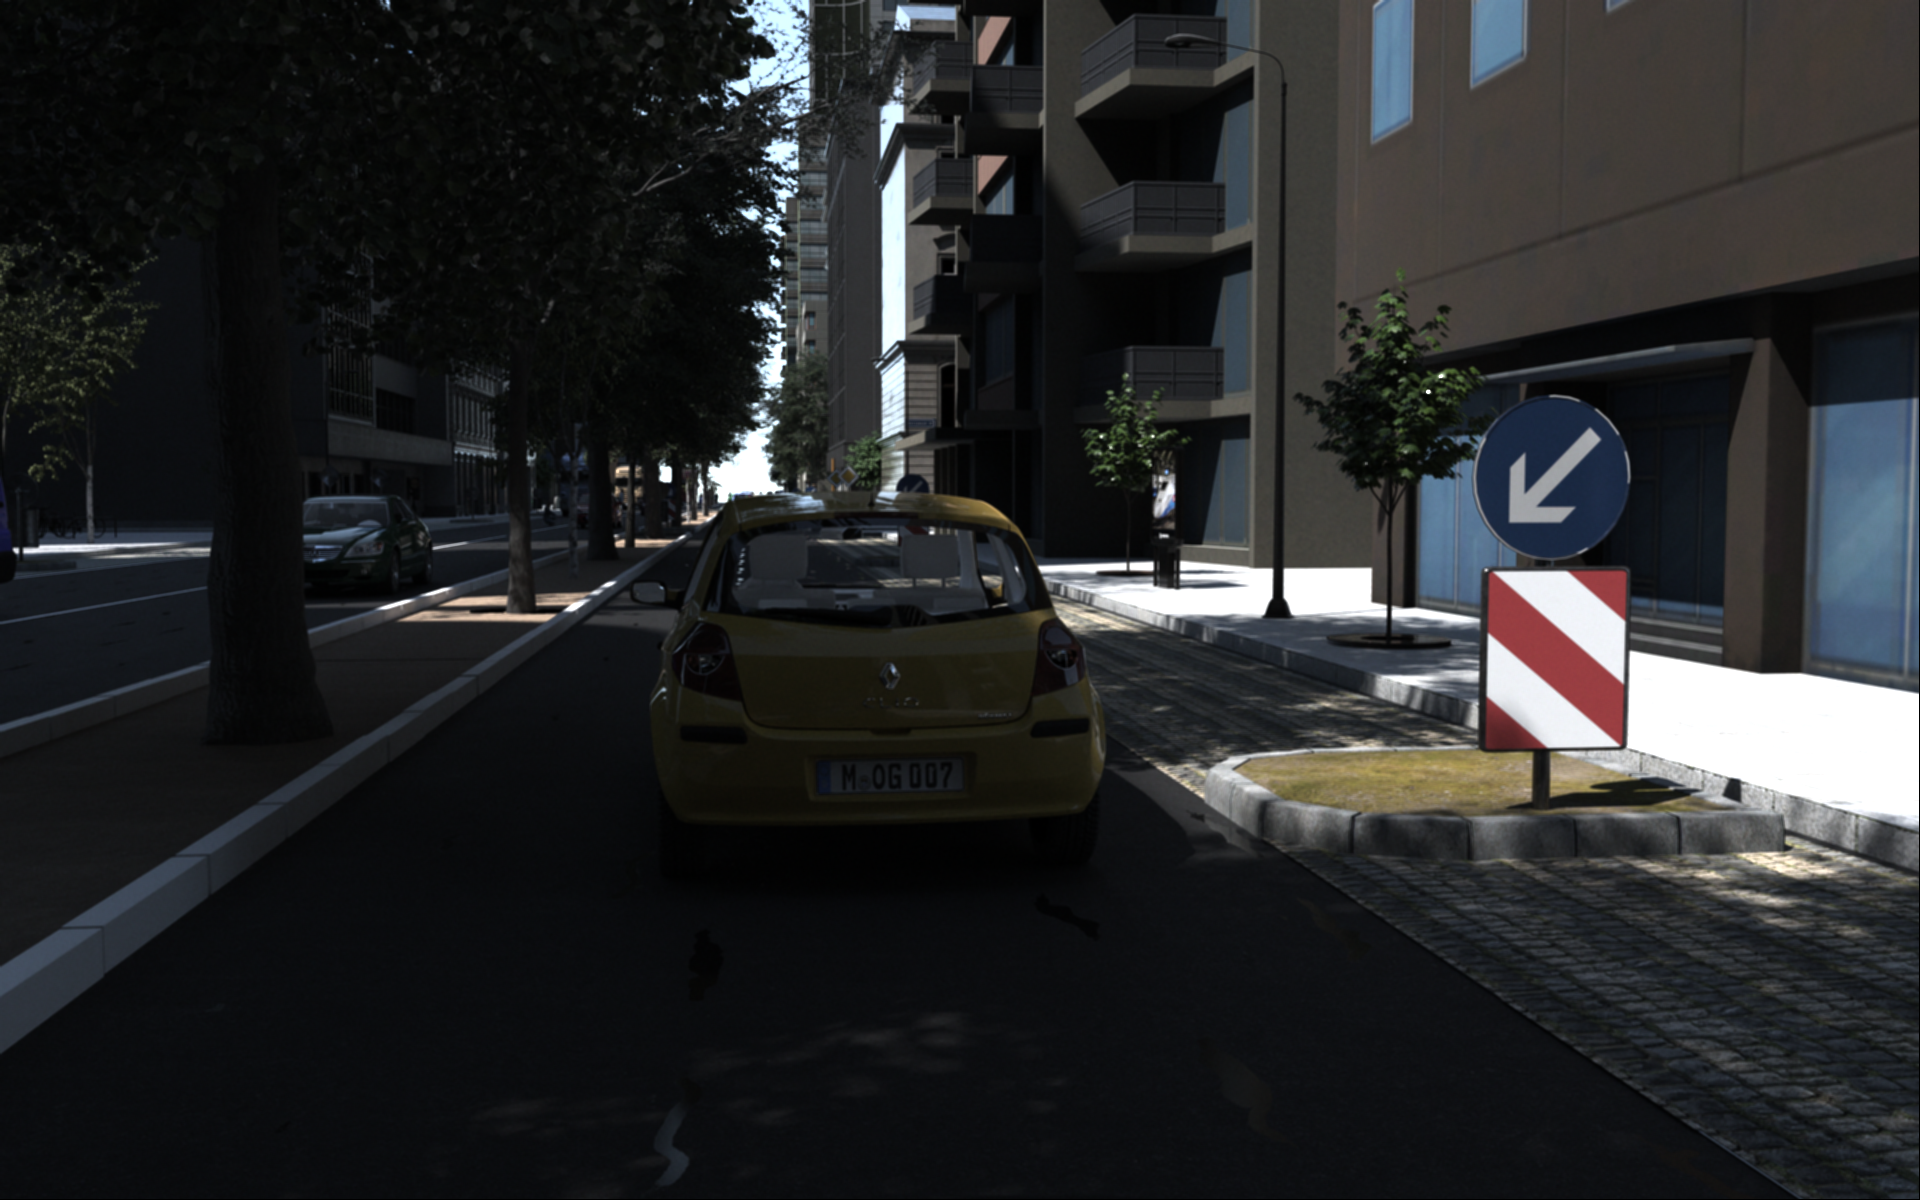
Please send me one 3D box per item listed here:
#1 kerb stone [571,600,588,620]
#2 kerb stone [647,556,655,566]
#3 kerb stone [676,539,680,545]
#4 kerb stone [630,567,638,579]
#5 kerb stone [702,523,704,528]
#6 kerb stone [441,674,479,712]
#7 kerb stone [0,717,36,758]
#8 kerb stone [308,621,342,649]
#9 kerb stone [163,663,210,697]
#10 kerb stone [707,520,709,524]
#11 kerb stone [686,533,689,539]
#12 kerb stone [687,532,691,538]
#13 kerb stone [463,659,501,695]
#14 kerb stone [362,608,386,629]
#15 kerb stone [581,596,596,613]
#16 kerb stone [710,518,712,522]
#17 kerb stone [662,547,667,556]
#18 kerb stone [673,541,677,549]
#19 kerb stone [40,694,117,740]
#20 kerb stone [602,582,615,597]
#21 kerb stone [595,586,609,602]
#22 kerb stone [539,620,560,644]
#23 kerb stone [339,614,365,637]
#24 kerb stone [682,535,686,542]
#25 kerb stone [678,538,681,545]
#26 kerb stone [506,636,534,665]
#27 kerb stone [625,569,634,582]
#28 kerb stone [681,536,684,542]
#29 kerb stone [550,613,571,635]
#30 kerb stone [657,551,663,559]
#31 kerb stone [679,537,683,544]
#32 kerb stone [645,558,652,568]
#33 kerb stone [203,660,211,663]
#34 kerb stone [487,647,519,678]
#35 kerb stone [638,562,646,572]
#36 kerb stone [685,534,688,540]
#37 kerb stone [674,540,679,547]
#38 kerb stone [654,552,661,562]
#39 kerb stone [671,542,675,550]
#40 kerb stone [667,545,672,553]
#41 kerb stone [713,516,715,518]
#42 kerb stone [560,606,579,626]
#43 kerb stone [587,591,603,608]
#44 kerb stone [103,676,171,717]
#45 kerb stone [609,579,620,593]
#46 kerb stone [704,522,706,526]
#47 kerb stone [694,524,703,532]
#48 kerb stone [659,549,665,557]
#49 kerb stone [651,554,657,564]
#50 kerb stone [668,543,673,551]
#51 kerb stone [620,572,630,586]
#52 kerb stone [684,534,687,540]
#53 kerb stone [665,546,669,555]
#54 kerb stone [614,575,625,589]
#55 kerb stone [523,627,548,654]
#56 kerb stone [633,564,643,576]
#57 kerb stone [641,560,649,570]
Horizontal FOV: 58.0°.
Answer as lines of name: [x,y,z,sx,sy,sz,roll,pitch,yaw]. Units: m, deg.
kerb stone: [-4.414,0.139,19.916,0.120,0.150,1.000,0,4,-7]
kerb stone: [-6.154,-0.727,34.186,0.120,0.150,1.000,0,4,-7]
kerb stone: [-7.647,-1.480,46.387,0.120,0.150,1.000,0,4,-7]
kerb stone: [-5.543,-0.421,29.100,0.120,0.150,1.000,0,4,-7]
kerb stone: [-10.570,-2.942,70.317,0.120,0.150,1.000,0,4,-7]
kerb stone: [-3.421,0.649,11.763,0.120,0.150,1.000,0,4,-7]
kerb stone: [-5.253,0.777,9.489,0.120,0.150,1.000,0,4,-7]
kerb stone: [-6.124,0.342,16.599,0.120,0.150,1.000,0,4,-7]
kerb stone: [-5.632,0.599,12.536,0.120,0.150,1.000,0,4,-7]
kerb stone: [-11.574,-3.441,78.454,0.120,0.150,1.000,0,4,-7]
kerb stone: [-8.521,-1.916,53.518,0.120,0.150,1.000,0,4,-7]
kerb stone: [-8.642,-1.978,54.538,0.120,0.150,1.000,0,4,-7]
kerb stone: [-3.539,0.575,12.787,0.120,0.150,1.000,0,4,-7]
kerb stone: [-6.372,0.221,18.632,0.120,0.150,1.000,0,4,-7]
kerb stone: [-4.538,0.083,20.936,0.120,0.150,1.000,0,4,-7]
kerb stone: [-12.319,-3.813,84.586,0.120,0.150,1.000,0,4,-7]
kerb stone: [-6.779,-1.044,39.264,0.120,0.150,1.000,0,4,-7]
kerb stone: [-7.400,-1.354,44.357,0.120,0.150,1.000,0,4,-7]
kerb stone: [-5.375,0.719,10.507,0.120,0.150,1.000,0,4,-7]
kerb stone: [-4.921,-0.110,23.996,0.120,0.150,1.000,0,4,-7]
kerb stone: [-4.791,-0.047,22.965,0.120,0.150,1.000,0,4,-7]
kerb stone: [-4.035,0.328,16.873,0.120,0.150,1.000,0,4,-7]
kerb stone: [-6.249,0.280,17.617,0.120,0.150,1.000,0,4,-7]
kerb stone: [-8.145,-1.729,50.463,0.120,0.150,1.000,0,4,-7]
kerb stone: [-7.780,-1.542,47.407,0.120,0.150,1.000,0,4,-7]
kerb stone: [-3.794,0.450,14.833,0.120,0.150,1.000,0,4,-7]
kerb stone: [-5.419,-0.360,28.081,0.120,0.150,1.000,0,4,-7]
kerb stone: [-8.018,-1.666,49.448,0.120,0.150,1.000,0,4,-7]
kerb stone: [-4.158,0.266,17.888,0.120,0.150,1.000,0,4,-7]
kerb stone: [-6.526,-0.915,37.230,0.120,0.150,1.000,0,4,-7]
kerb stone: [-7.899,-1.602,48.433,0.120,0.150,1.000,0,4,-7]
kerb stone: [-6.038,-0.671,33.170,0.120,0.150,1.000,0,4,-7]
kerb stone: [-5.744,0.529,13.551,0.120,0.150,1.000,0,4,-7]
kerb stone: [-3.669,0.513,13.813,0.120,0.150,1.000,0,4,-7]
kerb stone: [-5.784,-0.546,31.130,0.120,0.150,1.000,0,4,-7]
kerb stone: [-8.393,-1.846,52.504,0.120,0.150,1.000,0,4,-7]
kerb stone: [-7.520,-1.411,45.372,0.120,0.150,1.000,0,4,-7]
kerb stone: [-6.402,-0.857,36.215,0.120,0.150,1.000,0,4,-7]
kerb stone: [-7.273,-1.293,43.342,0.120,0.150,1.000,0,4,-7]
kerb stone: [-7.022,-1.169,41.313,0.120,0.150,1.000,0,4,-7]
kerb stone: [-13.189,-4.251,91.699,0.120,0.150,1.000,0,4,-7]
kerb stone: [-4.293,0.205,18.901,0.120,0.150,1.000,0,4,-7]
kerb stone: [-4.660,0.015,21.951,0.120,0.150,1.000,0,4,-7]
kerb stone: [-5.497,0.653,11.522,0.120,0.150,1.000,0,4,-7]
kerb stone: [-5.040,-0.172,25.014,0.120,0.150,1.000,0,4,-7]
kerb stone: [-10.944,-3.126,73.361,0.120,0.150,1.000,0,4,-7]
kerb stone: [-10.449,-2.881,69.302,0.120,0.150,1.000,0,4,-7]
kerb stone: [-6.654,-0.979,38.245,0.120,0.150,1.000,0,4,-7]
kerb stone: [-6.288,-0.795,35.200,0.120,0.150,1.000,0,4,-7]
kerb stone: [-7.152,-1.231,42.327,0.120,0.150,1.000,0,4,-7]
kerb stone: [-5.289,-0.297,27.059,0.120,0.150,1.000,0,4,-7]
kerb stone: [-8.271,-1.791,51.477,0.120,0.150,1.000,0,4,-7]
kerb stone: [-6.906,-1.107,40.292,0.120,0.150,1.000,0,4,-7]
kerb stone: [-5.165,-0.235,26.038,0.120,0.150,1.000,0,4,-7]
kerb stone: [-3.917,0.388,15.848,0.120,0.150,1.000,0,4,-7]
kerb stone: [-5.656,-0.483,30.116,0.120,0.150,1.000,0,4,-7]
kerb stone: [-5.912,-0.608,32.152,0.120,0.150,1.000,0,4,-7]
